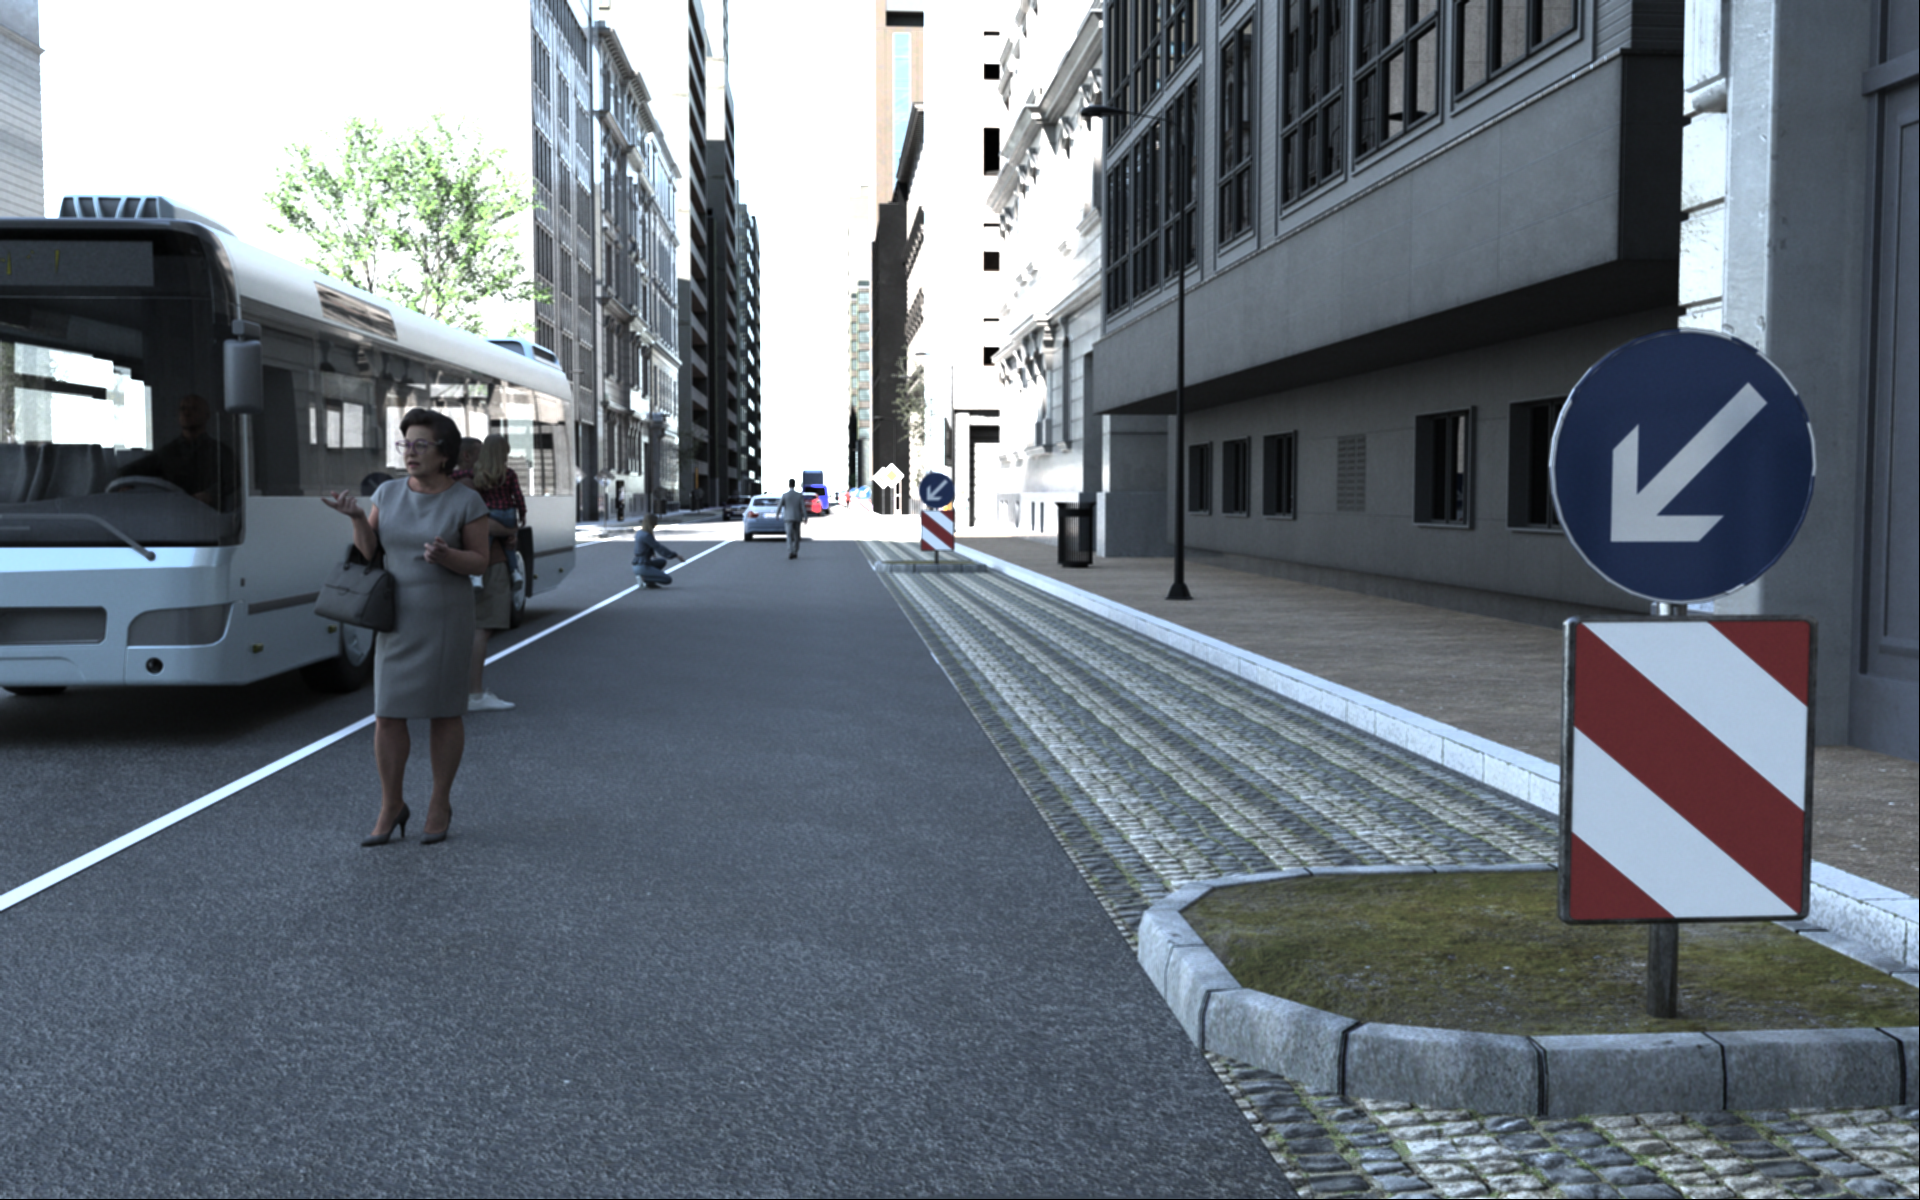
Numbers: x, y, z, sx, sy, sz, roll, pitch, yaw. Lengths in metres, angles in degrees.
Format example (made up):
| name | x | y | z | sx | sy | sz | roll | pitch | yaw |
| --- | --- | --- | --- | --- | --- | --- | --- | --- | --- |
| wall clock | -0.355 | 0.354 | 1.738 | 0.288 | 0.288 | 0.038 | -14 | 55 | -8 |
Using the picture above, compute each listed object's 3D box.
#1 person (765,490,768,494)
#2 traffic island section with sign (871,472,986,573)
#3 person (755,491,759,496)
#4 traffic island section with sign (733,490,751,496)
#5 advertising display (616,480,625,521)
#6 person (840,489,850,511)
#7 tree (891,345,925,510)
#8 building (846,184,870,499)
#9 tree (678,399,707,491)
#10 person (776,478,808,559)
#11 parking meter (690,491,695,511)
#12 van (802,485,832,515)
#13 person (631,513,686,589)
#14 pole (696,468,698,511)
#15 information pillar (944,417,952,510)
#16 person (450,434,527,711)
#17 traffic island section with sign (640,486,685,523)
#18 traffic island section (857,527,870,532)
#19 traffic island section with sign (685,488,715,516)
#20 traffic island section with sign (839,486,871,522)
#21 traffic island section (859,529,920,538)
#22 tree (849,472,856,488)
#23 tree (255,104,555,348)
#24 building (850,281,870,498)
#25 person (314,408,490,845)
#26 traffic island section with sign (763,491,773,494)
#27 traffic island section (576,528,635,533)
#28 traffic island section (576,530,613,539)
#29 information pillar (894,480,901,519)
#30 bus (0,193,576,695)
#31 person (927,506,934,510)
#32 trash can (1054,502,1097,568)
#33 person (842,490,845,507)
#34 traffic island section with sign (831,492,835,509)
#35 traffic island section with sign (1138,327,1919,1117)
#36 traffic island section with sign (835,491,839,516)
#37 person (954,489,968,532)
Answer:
| name | x | y | z | sx | sy | sz | roll | pitch | yaw |
| --- | --- | --- | --- | --- | --- | --- | --- | --- | --- |
| person | -15.703 | -8.098 | 141.608 | 0.721 | 1.736 | 1.217 | -1 | 4 | -9 |
| traffic island section with sign | -0.586 | -1.446 | 32.271 | 1.989 | 1.847 | 2.006 | 0 | 4 | -5 |
| person | -22.579 | -11.276 | 193.538 | 1.217 | 1.739 | 0.721 | -3 | 4 | -38 |
| traffic island section with sign | -21.088 | -9.494 | 163.858 | 1.989 | 1.847 | 2.006 | 0 | 4 | -5 |
| advertising display | -16.013 | -4.675 | 81.642 | 0.123 | 1.923 | 0.974 | 0 | 4 | 5 |
| person | -9.423 | -8.348 | 144.920 | 1.348 | 1.831 | 0.705 | -1 | 4 | -14 |
| tree | -1.419 | -7.992 | 81.035 | 4.360 | 8.622 | 3.978 | 0 | 3 | 0 |
| building | -6.620 | -39.330 | 266.747 | 21.300 | 48.544 | 21.600 | 0 | 4 | -5 |
| tree | -21.563 | -11.086 | 131.623 | 4.360 | 8.622 | 3.978 | 0 | 3 | 0 |
| person | -3.730 | -1.816 | 38.465 | 0.678 | 1.792 | 0.850 | -1 | 4 | -12 |
| parking meter | -20.052 | -7.438 | 130.018 | 0.372 | 1.533 | 0.369 | 0 | 3 | 0 |
| van | -10.056 | -7.119 | 120.780 | 2.240 | 2.365 | 5.245 | 0 | 4 | -4 |
| person | -4.654 | -0.757 | 26.377 | 0.738 | 1.151 | 1.012 | -1 | 4 | -23 |
| pole | -20.373 | -8.584 | 134.198 | 0.158 | 3.312 | 0.155 | 0 | 3 | 0 |
| information pillar | -0.381 | -3.748 | 52.638 | 0.183 | 3.616 | 0.504 | 1 | 4 | 20 |
| person | -3.176 | -0.189 | 11.569 | 0.580 | 1.828 | 0.573 | 1 | 4 | 17 |
| traffic island section with sign | -15.012 | -4.793 | 87.000 | 1.989 | 1.847 | 2.006 | 0 | 4 | -5 |
| traffic island section | -2.860 | -2.627 | 65.237 | 2.009 | 0.180 | 2.903 | 0 | 4 | -5 |
| traffic island section with sign | -17.157 | -6.453 | 114.132 | 1.989 | 1.847 | 2.006 | 0 | 4 | -5 |
| traffic island section with sign | -4.984 | -4.849 | 87.911 | 1.989 | 1.847 | 2.006 | 0 | 4 | -5 |
| traffic island section | -2.231 | -2.140 | 57.277 | 2.009 | 0.180 | 2.903 | 0 | 4 | -5 |
| tree | -12.756 | -14.656 | 223.339 | 4.285 | 4.588 | 4.351 | 0 | 3 | 0 |
| tree | -14.978 | -7.428 | 47.202 | 9.928 | 11.665 | 9.643 | 0 | 3 | 0 |
| building | -8.716 | -29.207 | 249.234 | 14.160 | 30.474 | 14.107 | 0 | 4 | -5 |
| person | -2.298 | 0.110 | 7.063 | 0.716 | 1.782 | 0.532 | 0 | 4 | 3 |
| traffic island section with sign | -29.696 | -16.170 | 273.009 | 1.989 | 1.847 | 2.006 | 0 | 4 | -5 |
| traffic island section | -13.219 | -2.578 | 64.427 | 2.009 | 0.180 | 2.903 | 0 | 4 | -5 |
| traffic island section | -12.590 | -2.091 | 56.466 | 2.009 | 0.180 | 2.903 | 0 | 4 | -5 |
| information pillar | -3.157 | -5.077 | 87.502 | 0.304 | 2.012 | 0.304 | 0 | 4 | -7 |
| bus | -5.745 | -1.246 | 15.225 | 2.948 | 3.499 | 13.247 | 0 | 4 | -3 |
| person | -0.841 | -2.077 | 47.133 | 0.373 | 1.253 | 0.362 | 1 | 4 | 15 |
| trash can | 2.015 | -1.138 | 30.265 | 0.748 | 1.137 | 0.748 | 0 | 3 | 0 |
| person | -11.730 | -10.086 | 173.371 | 0.705 | 1.831 | 1.348 | -1 | 4 | -17 |
| traffic island section with sign | -11.062 | -9.560 | 164.929 | 1.989 | 1.847 | 2.006 | 0 | 4 | -5 |
| traffic island section with sign | 1.571 | 0.226 | 4.926 | 1.989 | 1.847 | 2.006 | 0 | 4 | -5 |
| traffic island section with sign | -7.104 | -6.493 | 114.783 | 1.989 | 1.847 | 2.006 | 0 | 4 | -5 |
| person | 0.061 | -3.061 | 60.350 | 0.330 | 1.601 | 0.589 | -3 | 5 | -44 |
